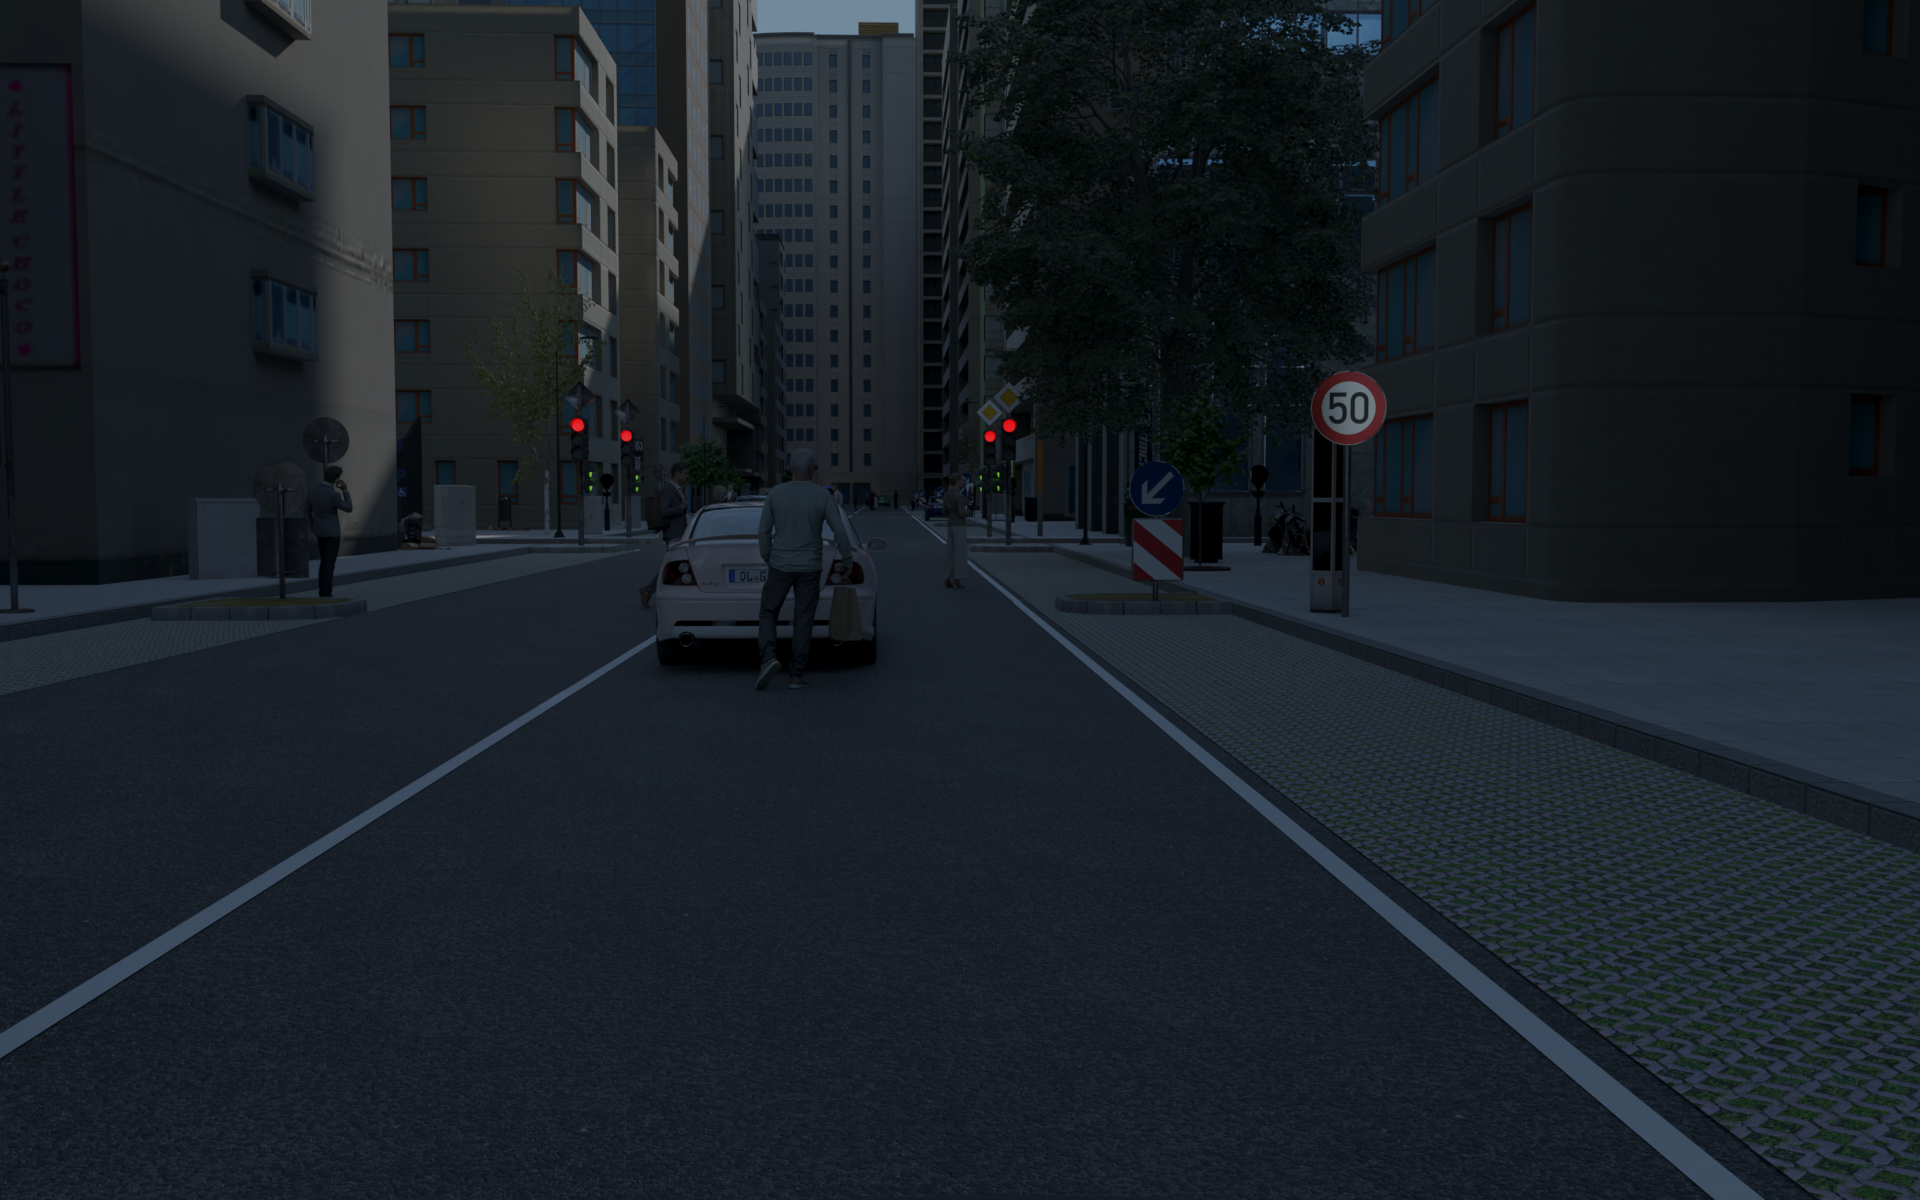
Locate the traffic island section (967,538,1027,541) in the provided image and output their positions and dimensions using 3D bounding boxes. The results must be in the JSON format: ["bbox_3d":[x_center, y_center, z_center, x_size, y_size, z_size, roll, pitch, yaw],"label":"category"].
[{"bbox_3d":[0.898,-1.789,51.534,2.009,0.180,2.903,0,4,-2],"label":"traffic island section"}]

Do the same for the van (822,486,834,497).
[{"bbox_3d":[-10.465,-7.860,132.900,2.240,2.365,5.245,0,4,-4],"label":"van"}]

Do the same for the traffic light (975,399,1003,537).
[{"bbox_3d":[0.857,-3.823,51.419,0.839,4.253,0.868,0,4,-2],"label":"traffic light"}]

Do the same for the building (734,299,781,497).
[{"bbox_3d":[-32.089,-19.710,167.301,27.650,21.520,28.899,0,4,-2],"label":"building"}]

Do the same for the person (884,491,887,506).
[{"bbox_3d":[-8.805,-11.801,201.998,0.434,1.755,0.990,2,4,25],"label":"person"}]

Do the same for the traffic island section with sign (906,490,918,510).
[{"bbox_3d":[-4.613,-10.503,180.356,1.989,1.847,2.006,0,4,-2],"label":"traffic island section with sign"}]

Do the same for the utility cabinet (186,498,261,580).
[{"bbox_3d":[-11.150,-0.924,26.266,0.306,1.237,1.020,3,5,41],"label":"utility cabinet"}]

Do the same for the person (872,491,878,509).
[{"bbox_3d":[-8.130,-9.590,165.962,0.621,1.740,0.551,2,4,33],"label":"person"}]

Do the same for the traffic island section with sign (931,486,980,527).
[{"bbox_3d":[-0.141,-4.127,76.111,1.989,1.847,2.006,0,4,-2],"label":"traffic island section with sign"}]

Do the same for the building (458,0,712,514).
[{"bbox_3d":[-24.220,-28.428,114.903,14.600,45.320,14.200,0,4,-2],"label":"building"}]

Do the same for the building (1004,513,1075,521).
[{"bbox_3d":[13.698,-28.549,90.484,21.300,48.544,21.600,0,4,-2],"label":"building"}]

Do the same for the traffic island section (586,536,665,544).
[{"bbox_3d":[-9.784,-1.762,51.084,2.009,0.180,2.903,0,4,-2],"label":"traffic island section"}]

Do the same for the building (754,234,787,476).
[{"bbox_3d":[-26.538,-25.786,193.297,14.107,30.474,14.160,0,4,-2],"label":"building"}]

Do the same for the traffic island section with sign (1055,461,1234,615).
[{"bbox_3d":[2.202,-0.778,21.350,1.989,1.847,2.006,0,4,-2],"label":"traffic island section with sign"}]

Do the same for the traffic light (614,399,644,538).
[{"bbox_3d":[-9.743,-3.794,50.951,0.839,4.253,0.868,0,4,-2],"label":"traffic light"}]

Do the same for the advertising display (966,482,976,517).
[{"bbox_3d":[0.595,-5.569,96.264,0.123,1.923,0.974,-2,4,-28],"label":"advertising display"}]

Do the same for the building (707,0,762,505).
[{"bbox_3d":[-30.315,-33.579,138.254,28.713,52.752,27.495,0,4,-2],"label":"building"}]

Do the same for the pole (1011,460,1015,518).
[{"bbox_3d":[2.831,-6.010,92.101,0.158,3.312,0.155,0,3,0],"label":"pole"}]

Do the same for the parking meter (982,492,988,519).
[{"bbox_3d":[1.323,-4.983,89.875,0.372,1.533,0.369,0,3,0],"label":"parking meter"}]

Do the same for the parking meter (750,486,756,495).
[{"bbox_3d":[-14.595,-7.113,122.004,0.399,1.863,0.255,2,4,26],"label":"parking meter"}]

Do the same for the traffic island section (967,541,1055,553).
[{"bbox_3d":[1.239,-1.301,43.557,2.009,0.180,2.903,0,4,-2],"label":"traffic island section"}]

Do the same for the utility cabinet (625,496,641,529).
[{"bbox_3d":[-12.190,-3.263,64.506,0.306,1.237,1.020,0,4,8],"label":"utility cabinet"}]

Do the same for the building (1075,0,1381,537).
[{"bbox_3d":[19.833,-45.729,60.335,31.000,86.520,22.319,0,4,-2],"label":"building"}]

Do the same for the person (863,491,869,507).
[{"bbox_3d":[-10.637,-11.610,198.305,0.705,1.826,1.348,-3,5,-45],"label":"person"}]

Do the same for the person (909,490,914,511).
[{"bbox_3d":[-4.210,-8.452,147.219,0.750,1.759,0.617,2,4,32],"label":"person"}]

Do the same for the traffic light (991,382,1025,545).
[{"bbox_3d":[1.199,-3.335,43.441,0.839,4.253,0.868,0,4,-2],"label":"traffic light"}]

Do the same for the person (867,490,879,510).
[{"bbox_3d":[-7.615,-8.722,151.233,1.348,1.807,0.705,-3,5,-45],"label":"person"}]

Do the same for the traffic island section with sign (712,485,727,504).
[{"bbox_3d":[-10.546,-4.140,76.324,1.989,1.847,2.006,0,4,-2],"label":"traffic island section with sign"}]

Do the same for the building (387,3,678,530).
[{"bbox_3d":[-27.883,-14.092,75.448,27.650,21.520,28.899,0,4,-2],"label":"building"}]

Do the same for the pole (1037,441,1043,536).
[{"bbox_3d":[2.425,-3.578,52.347,0.158,3.312,0.155,0,3,0],"label":"pole"}]

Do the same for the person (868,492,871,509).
[{"bbox_3d":[-8.958,-9.882,171.546,0.415,1.643,0.593,-3,5,-40],"label":"person"}]

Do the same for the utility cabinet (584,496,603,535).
[{"bbox_3d":[-11.620,-2.672,54.844,0.306,1.237,1.020,-2,4,-29],"label":"utility cabinet"}]

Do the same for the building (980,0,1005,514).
[{"bbox_3d":[8.283,-26.465,116.294,14.154,41.232,14.086,0,4,-2],"label":"building"}]

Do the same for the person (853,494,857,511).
[{"bbox_3d":[-8.685,-8.065,143.616,0.557,1.426,1.065,1,4,9],"label":"person"}]

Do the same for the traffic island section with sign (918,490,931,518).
[{"bbox_3d":[-1.307,-5.775,103.041,1.989,1.847,2.006,0,4,-2],"label":"traffic island section with sign"}]

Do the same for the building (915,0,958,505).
[{"bbox_3d":[4.650,-47.841,220.457,20.611,71.187,20.563,0,4,-2],"label":"building"}]

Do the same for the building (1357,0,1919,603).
[{"bbox_3d":[21.154,-10.387,14.873,27.650,21.520,28.899,0,4,-2],"label":"building"}]

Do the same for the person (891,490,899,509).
[{"bbox_3d":[-6.229,-9.726,167.478,0.705,1.831,1.348,2,4,35],"label":"person"}]

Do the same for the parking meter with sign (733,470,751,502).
[{"bbox_3d":[-15.404,-7.848,124.574,1.738,3.016,0.543,0,4,2],"label":"parking meter with sign"}]

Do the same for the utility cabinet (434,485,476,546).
[{"bbox_3d":[-12.480,-2.090,42.850,0.318,1.500,1.173,2,4,25],"label":"utility cabinet"}]

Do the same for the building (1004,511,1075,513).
[{"bbox_3d":[10.897,-31.891,145.125,21.300,48.544,21.600,0,4,-2],"label":"building"}]

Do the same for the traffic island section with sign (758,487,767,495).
[{"bbox_3d":[-11.716,-5.819,103.771,1.989,1.847,2.006,0,4,-2],"label":"traffic island section with sign"}]

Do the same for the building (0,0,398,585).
[{"bbox_3d":[-22.800,-24.654,26.800,21.600,48.544,21.300,0,4,-2],"label":"building"}]

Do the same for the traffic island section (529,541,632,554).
[{"bbox_3d":[-9.443,-1.274,43.106,2.009,0.180,2.903,0,4,-2],"label":"traffic island section"}]

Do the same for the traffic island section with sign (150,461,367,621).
[{"bbox_3d":[-8.148,-0.721,20.417,1.989,1.847,2.006,0,4,-2],"label":"traffic island section with sign"}]

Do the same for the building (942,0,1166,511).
[{"bbox_3d":[9.273,-33.207,166.635,21.300,48.544,21.600,0,4,-2],"label":"building"}]

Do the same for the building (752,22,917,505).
[{"bbox_3d":[-19.746,-41.467,219.979,28.212,58.520,21.231,0,4,-2],"label":"building"}]

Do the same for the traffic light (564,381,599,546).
[{"bbox_3d":[-9.402,-3.306,42.973,0.839,4.253,0.868,0,4,-2],"label":"traffic light"}]
